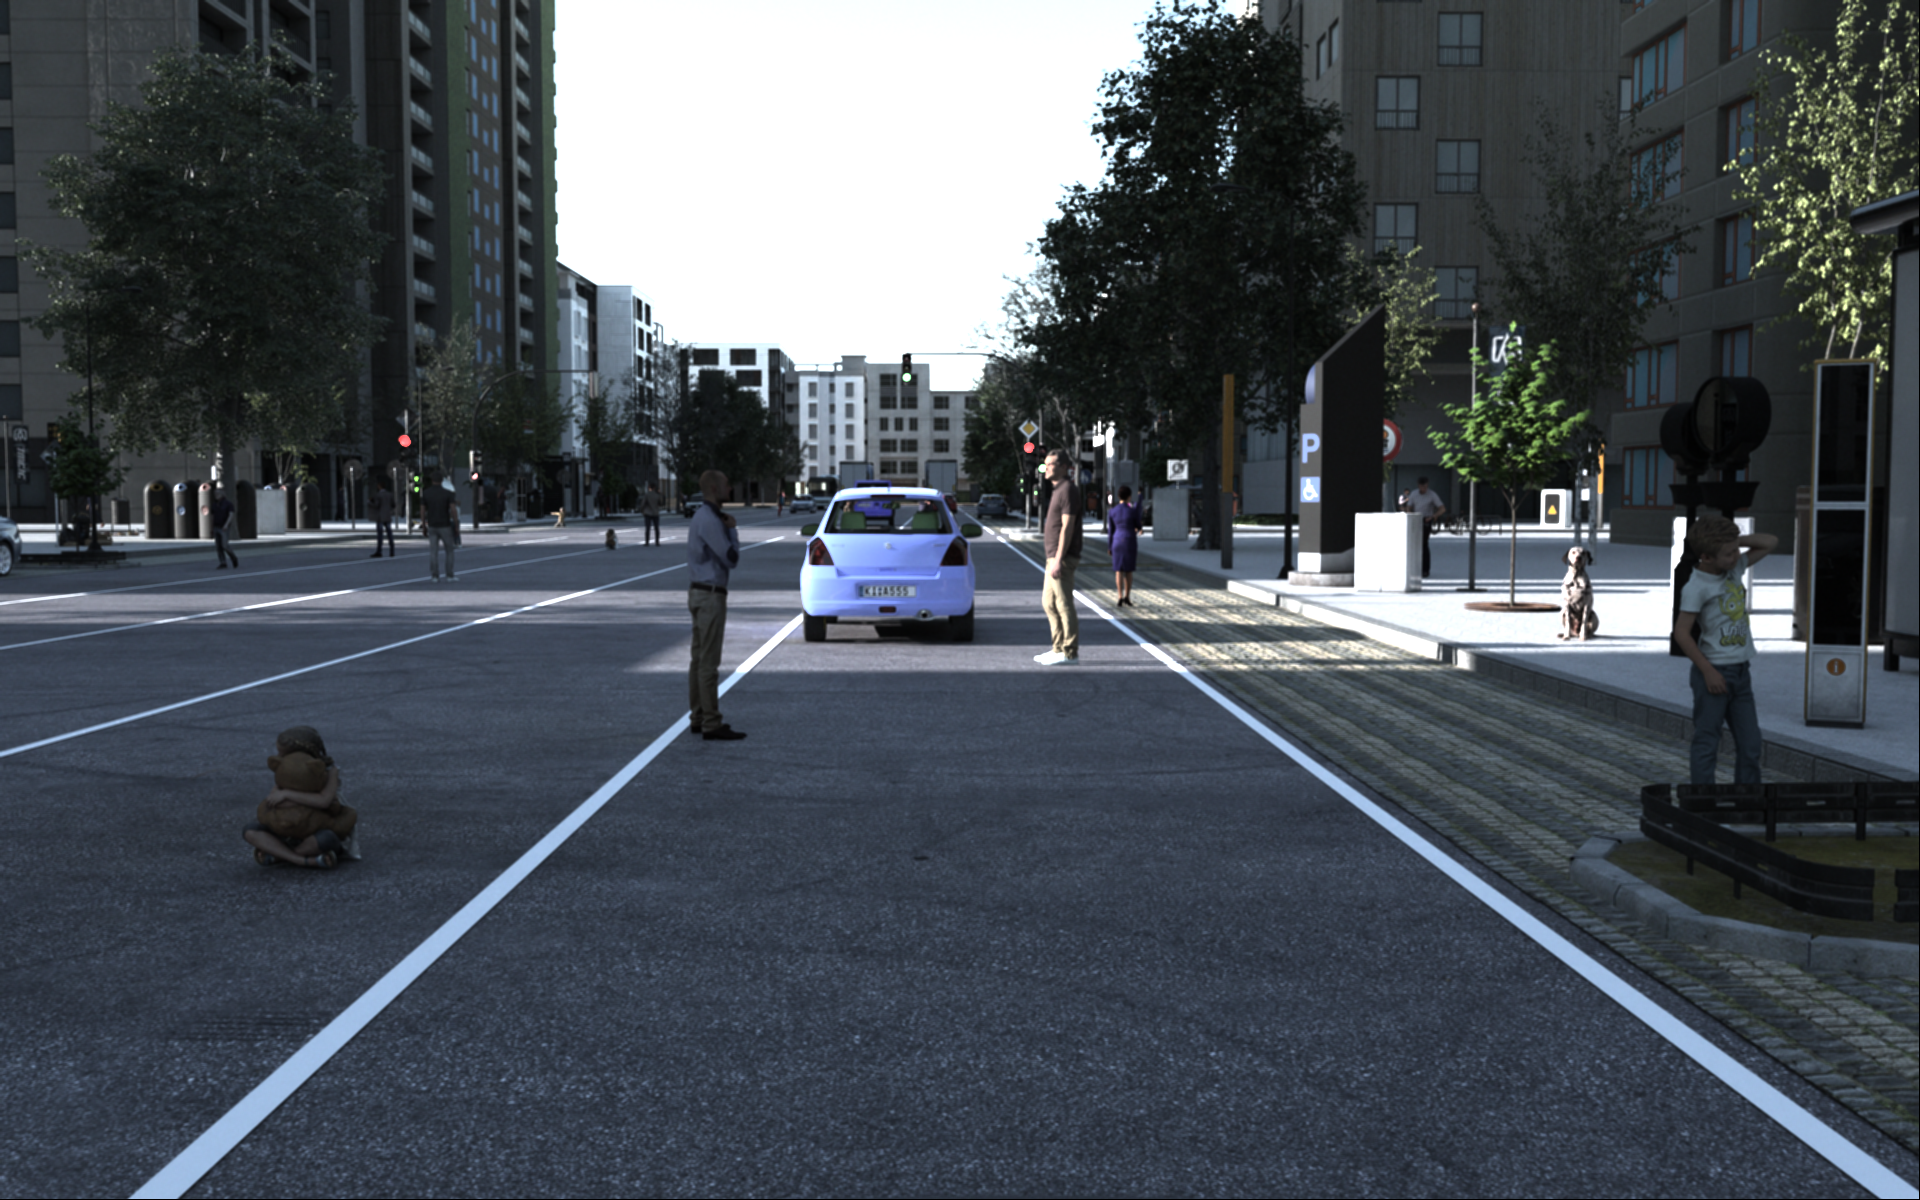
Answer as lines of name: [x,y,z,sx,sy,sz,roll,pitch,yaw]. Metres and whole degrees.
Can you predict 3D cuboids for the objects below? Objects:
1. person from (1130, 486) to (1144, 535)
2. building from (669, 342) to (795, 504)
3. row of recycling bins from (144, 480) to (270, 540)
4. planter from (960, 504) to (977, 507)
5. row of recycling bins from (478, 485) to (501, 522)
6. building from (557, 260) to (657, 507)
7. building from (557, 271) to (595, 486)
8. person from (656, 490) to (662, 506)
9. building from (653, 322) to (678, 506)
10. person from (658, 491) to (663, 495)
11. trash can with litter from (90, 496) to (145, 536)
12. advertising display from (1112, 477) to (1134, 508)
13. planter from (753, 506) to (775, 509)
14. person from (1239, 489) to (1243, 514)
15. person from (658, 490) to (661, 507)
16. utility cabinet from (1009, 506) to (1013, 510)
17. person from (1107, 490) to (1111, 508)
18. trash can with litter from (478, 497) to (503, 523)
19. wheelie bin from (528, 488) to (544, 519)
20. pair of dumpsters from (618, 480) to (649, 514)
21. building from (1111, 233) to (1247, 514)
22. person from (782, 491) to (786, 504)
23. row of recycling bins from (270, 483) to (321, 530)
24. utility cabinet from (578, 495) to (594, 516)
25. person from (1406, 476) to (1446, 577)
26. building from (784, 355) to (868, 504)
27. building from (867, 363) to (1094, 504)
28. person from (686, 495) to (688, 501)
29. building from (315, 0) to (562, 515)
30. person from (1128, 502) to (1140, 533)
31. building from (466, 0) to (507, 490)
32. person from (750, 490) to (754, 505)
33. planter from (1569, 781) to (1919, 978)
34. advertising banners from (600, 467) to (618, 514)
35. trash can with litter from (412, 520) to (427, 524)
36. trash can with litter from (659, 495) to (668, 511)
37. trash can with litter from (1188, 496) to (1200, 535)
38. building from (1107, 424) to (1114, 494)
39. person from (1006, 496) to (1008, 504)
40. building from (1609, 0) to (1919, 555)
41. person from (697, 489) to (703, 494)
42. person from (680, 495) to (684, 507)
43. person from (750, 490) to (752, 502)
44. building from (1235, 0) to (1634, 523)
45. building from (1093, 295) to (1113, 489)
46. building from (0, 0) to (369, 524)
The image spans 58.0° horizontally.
person: [5.398,-2.756,53.480,0.546,1.535,0.453,0,4,5]
building: [-40.641,-24.644,246.898,32.646,21.610,27.936,0,4,-1]
row of recycling bins: [-21.726,-2.596,49.559,3.534,1.692,1.069,1,4,14]
planter: [0.987,-10.502,192.839,1.991,0.319,1.994,0,4,-1]
row of recycling bins: [-21.898,-4.497,80.635,1.069,1.692,3.534,-1,4,-12]
building: [-45.835,-19.750,166.882,27.936,21.610,32.646,0,4,-1]
building: [-39.453,-17.634,144.727,16.016,20.091,11.380,0,4,-1]
person: [-29.420,-9.893,167.807,1.348,1.822,0.705,-3,5,-42]
building: [-38.287,-20.782,196.205,11.380,20.091,16.016,0,4,-1]
person: [-32.589,-11.089,187.277,1.348,1.831,0.705,-1,4,-19]
trash can with litter: [-26.167,-2.577,53.195,2.233,1.210,1.678,-1,4,-10]
advertising display: [6.286,-3.731,66.208,0.974,1.923,0.123,0,4,-8]
planter: [-18.709,-8.827,165.463,1.991,0.319,1.994,0,4,-1]
person: [17.828,-6.191,109.136,0.662,1.594,0.647,3,4,38]
person: [-30.069,-10.106,171.805,0.617,1.759,0.750,2,4,31]
utility cabinet: [4.477,-7.964,138.896,0.318,1.500,1.173,-3,5,-41]
person: [12.993,-8.822,151.744,0.415,1.643,0.593,3,5,42]
trash can with litter: [-20.787,-3.986,76.551,1.055,1.170,0.624,-3,5,-39]
wheelie bin: [-21.768,-4.960,89.005,0.693,1.594,0.980,0,4,1]
pair of dumpsters: [-21.776,-6.889,115.128,1.574,2.255,4.437,0,4,-1]
building: [26.191,-17.121,124.973,27.650,21.520,28.899,0,4,-1]
person: [-21.707,-12.689,214.223,0.721,1.743,1.217,-1,4,-15]
row of recycling bins: [-24.894,-3.458,63.654,3.534,1.692,1.069,2,4,27]
utility cabinet: [-22.234,-5.605,102.803,0.306,1.237,1.020,3,5,43]
person: [7.194,-1.133,26.773,0.614,1.554,0.590,3,4,38]
building: [-18.432,-23.545,241.373,11.380,20.091,16.016,0,4,-1]
building: [3.191,-22.943,241.581,31.486,18.905,16.747,0,4,-1]
person: [-22.436,-8.317,142.835,0.445,1.727,0.742,-1,4,-22]
building: [-38.850,-27.356,130.870,14.154,41.232,14.086,0,4,-1]
person: [5.477,-2.765,54.487,0.776,1.435,0.726,-1,4,-14]
building: [-39.396,-28.508,116.211,14.600,45.320,14.200,0,4,-1]
person: [-24.280,-11.894,201.232,1.217,1.735,0.721,0,4,-6]
planter: [3.250,0.924,6.026,1.991,0.319,1.994,0,4,-1]
advertising banners: [-22.676,-7.063,111.659,0.090,3.025,2.074,-3,5,-42]
trash can with litter: [-22.585,-3.843,73.886,2.233,1.210,1.678,-1,4,-22]
trash can with litter: [-23.579,-7.687,136.736,1.678,1.210,2.233,1,4,9]
trash can with litter: [7.285,-2.715,55.447,1.678,1.210,2.233,0,4,-4]
building: [18.853,-13.195,157.878,9.099,9.664,28.070,0,4,-1]
person: [5.649,-12.226,206.626,1.217,1.739,0.721,-3,5,-39]
building: [31.028,-11.343,30.501,27.650,21.520,28.899,0,4,-1]
person: [-25.385,-9.966,168.974,1.348,1.826,0.705,0,4,0]
person: [-26.974,-9.948,168.653,0.705,1.831,1.348,-2,4,-24]
person: [-23.830,-11.553,195.623,0.721,1.739,1.217,1,4,22]
building: [29.177,-30.472,87.460,27.495,52.752,28.713,0,4,-1]
building: [28.268,-21.058,188.276,27.936,21.610,32.646,0,4,-1]
building: [-40.578,-39.395,82.364,20.563,71.187,20.611,0,4,-1]
